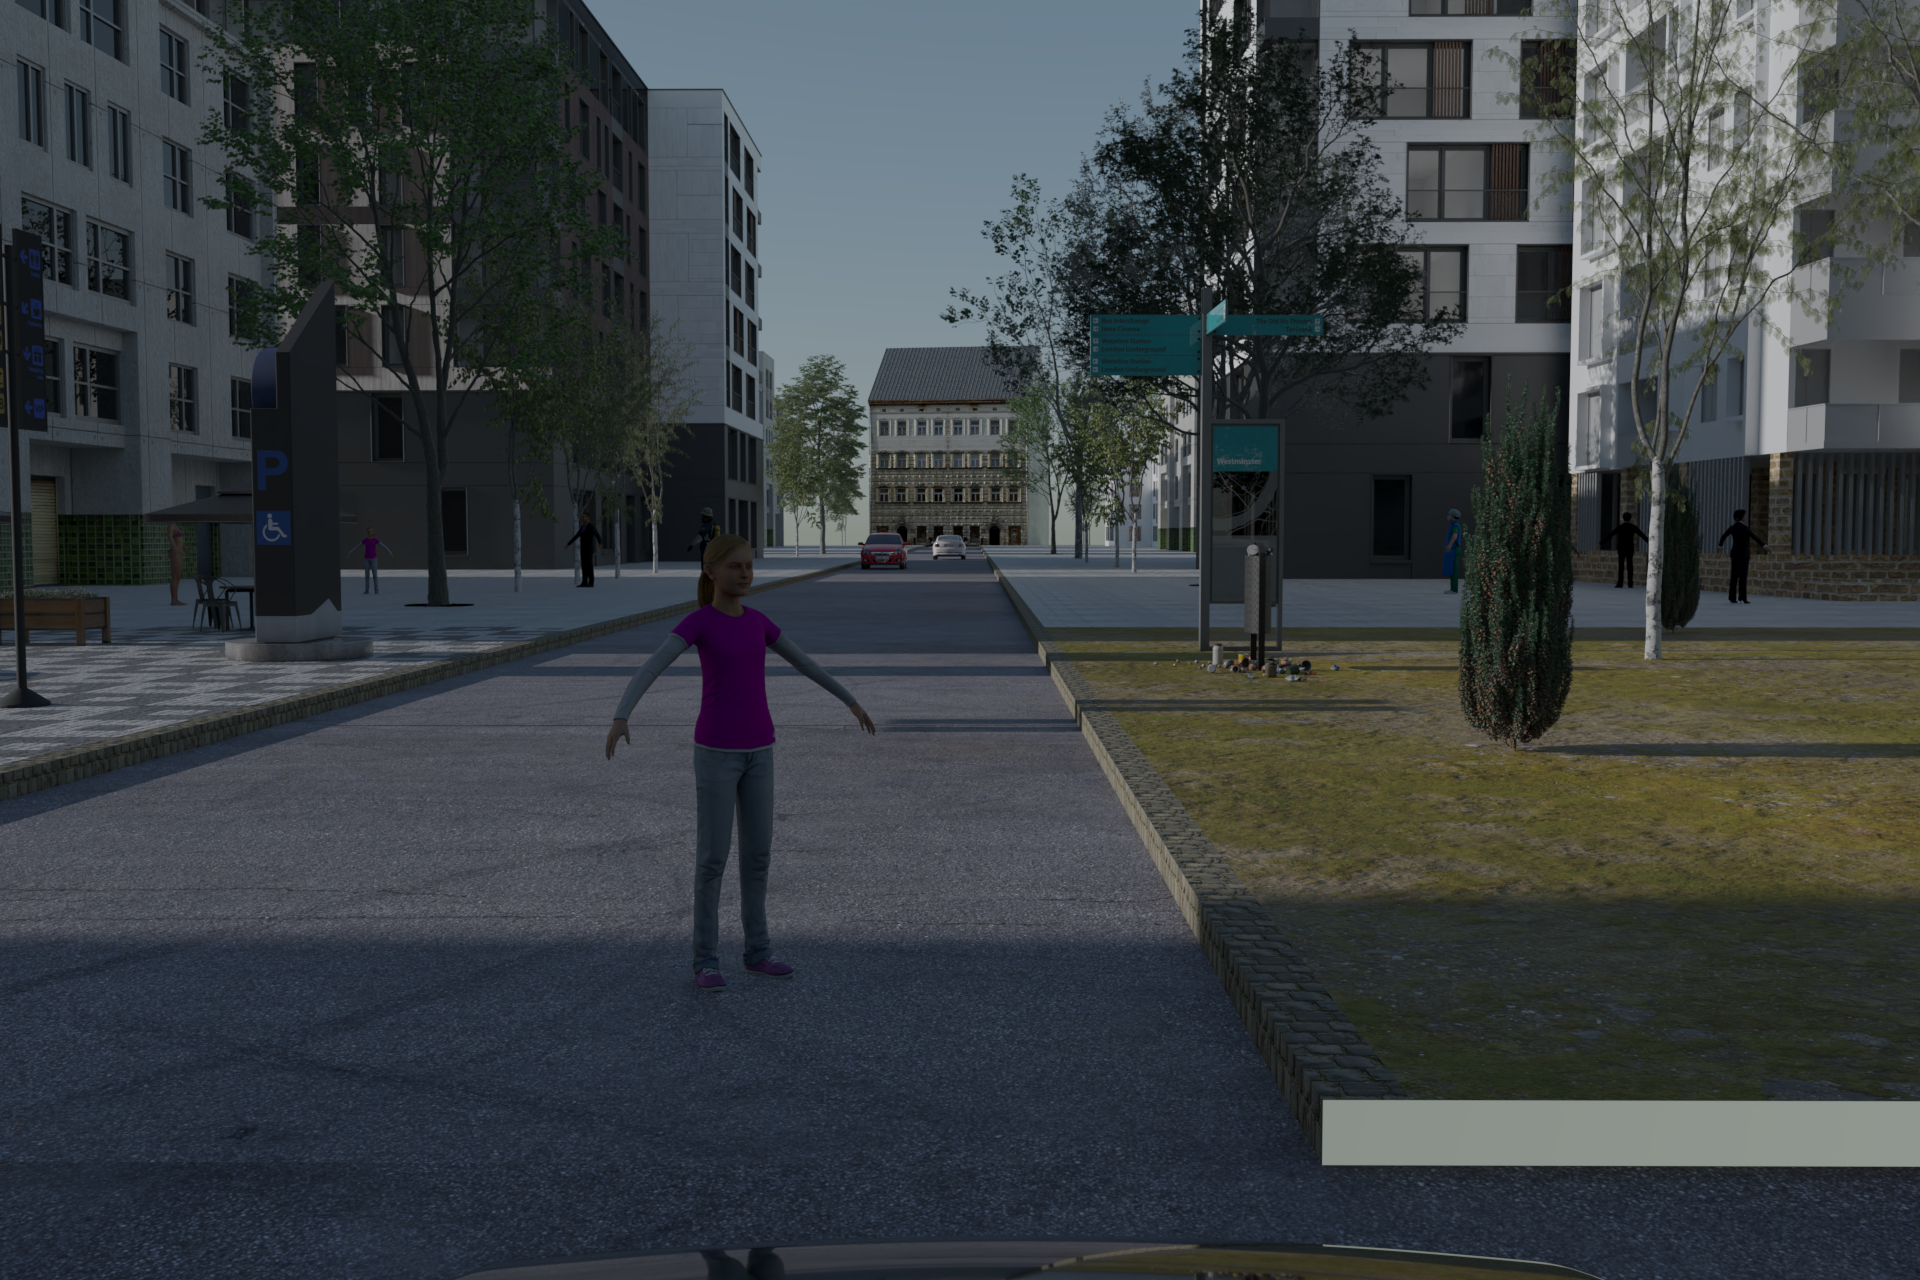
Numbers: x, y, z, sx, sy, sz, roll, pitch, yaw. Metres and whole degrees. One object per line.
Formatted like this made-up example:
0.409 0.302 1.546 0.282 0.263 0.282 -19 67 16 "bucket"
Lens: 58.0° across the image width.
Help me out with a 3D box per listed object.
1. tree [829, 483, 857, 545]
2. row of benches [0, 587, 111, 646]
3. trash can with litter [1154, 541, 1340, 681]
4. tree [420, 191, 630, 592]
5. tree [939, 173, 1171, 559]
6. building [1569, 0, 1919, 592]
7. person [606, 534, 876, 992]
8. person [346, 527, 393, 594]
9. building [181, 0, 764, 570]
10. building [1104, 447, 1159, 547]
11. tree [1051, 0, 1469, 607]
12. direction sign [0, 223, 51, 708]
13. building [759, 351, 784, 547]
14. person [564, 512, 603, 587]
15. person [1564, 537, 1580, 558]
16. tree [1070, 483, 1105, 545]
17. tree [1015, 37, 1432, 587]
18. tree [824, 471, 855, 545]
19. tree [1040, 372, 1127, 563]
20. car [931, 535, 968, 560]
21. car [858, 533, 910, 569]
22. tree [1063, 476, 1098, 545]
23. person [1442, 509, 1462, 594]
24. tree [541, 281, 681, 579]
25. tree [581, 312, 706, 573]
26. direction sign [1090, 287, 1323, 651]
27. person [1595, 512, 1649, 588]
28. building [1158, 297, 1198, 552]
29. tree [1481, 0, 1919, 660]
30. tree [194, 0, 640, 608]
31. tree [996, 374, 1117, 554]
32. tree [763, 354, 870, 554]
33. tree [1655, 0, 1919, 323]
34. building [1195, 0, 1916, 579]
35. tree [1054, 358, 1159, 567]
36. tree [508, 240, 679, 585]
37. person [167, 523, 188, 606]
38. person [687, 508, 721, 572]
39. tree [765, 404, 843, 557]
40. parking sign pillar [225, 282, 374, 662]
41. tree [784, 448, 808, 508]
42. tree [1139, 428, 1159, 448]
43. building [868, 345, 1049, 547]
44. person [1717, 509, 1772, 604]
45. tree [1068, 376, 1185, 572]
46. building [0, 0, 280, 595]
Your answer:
-13.177 -15.387 201.939 4.360 8.622 3.978 0 3 0 "tree"
-11.898 -0.287 20.152 4.104 0.672 1.422 0 4 2 "row of benches"
2.725 -0.310 16.119 1.678 1.210 2.233 0 4 1 "trash can with litter"
-9.527 -5.363 38.049 4.737 8.622 4.395 0 3 0 "tree"
5.497 -14.395 91.245 12.611 20.169 13.585 0 3 0 "tree"
21.666 -11.541 45.121 16.016 20.090 11.380 0 3 0 "building"
-0.689 0.380 5.505 0.991 1.433 0.599 -3 5 -40 "person"
-12.567 -1.690 36.897 0.991 1.433 0.599 0 4 -4 "person"
-24.830 -14.304 77.851 27.936 21.610 32.646 0 4 1 "building"
20.100 -14.261 175.307 9.099 9.664 28.070 0 4 1 "building"
5.087 -5.860 30.218 7.601 10.594 8.767 0 4 2 "tree"
-6.996 -1.273 12.819 0.379 3.537 0.876 0 4 1 "direction sign"
-27.329 -18.424 167.689 16.747 18.905 31.486 0 4 1 "building"
-9.007 -2.169 41.687 1.346 1.802 0.704 3 4 38 "person"
9.162 -1.311 27.566 1.348 1.813 0.705 1 4 14 "person"
14.364 -14.965 195.043 4.737 8.622 4.395 0 3 0 "tree"
6.344 -8.059 42.128 12.009 13.543 11.850 0 3 0 "tree"
-13.525 -14.951 194.802 4.737 8.622 4.395 0 3 0 "tree"
5.657 -7.767 77.346 4.737 8.622 4.395 0 3 0 "tree"
-0.601 -5.232 97.898 2.083 1.381 4.827 0 4 0 "car"
-3.114 -3.815 71.410 2.155 1.783 4.494 0 3 0 "car"
14.062 -15.242 199.571 4.737 8.622 4.395 0 3 0 "tree"
10.540 -1.895 37.108 0.704 1.817 1.347 1 4 17 "person"
-9.629 -6.074 49.679 4.360 8.622 3.978 0 3 0 "tree"
-9.780 -6.503 56.682 4.360 8.622 3.978 0 3 0 "tree"
2.685 -1.808 18.328 2.525 3.948 1.411 0 4 -1 "direction sign"
15.843 -2.143 41.229 1.347 1.806 0.705 0 4 4 "person"
24.763 -16.034 128.616 16.747 18.905 31.486 0 4 1 "building"
6.865 -4.106 17.500 4.360 8.622 3.978 0 3 0 "tree"
-9.330 -6.406 30.500 9.928 11.665 9.643 0 3 0 "tree"
6.034 -11.219 109.189 9.928 11.665 9.643 0 3 0 "tree"
-9.037 -11.712 109.623 7.486 12.596 7.792 0 3 0 "tree"
7.942 -3.798 12.454 4.360 8.622 3.978 0 3 0 "tree"
22.556 -13.509 64.846 27.936 21.610 32.646 0 4 0 "building"
5.863 -7.119 66.753 4.737 8.622 4.395 0 3 0 "tree"
-9.882 -5.726 43.985 4.360 8.622 3.978 0 3 0 "tree"
-14.045 -1.491 31.189 0.721 1.733 1.217 -1 4 -17 "person"
-5.546 -1.965 37.908 0.705 1.856 1.354 1 4 20 "person"
-9.035 -9.018 97.812 4.737 8.622 4.395 0 3 0 "tree"
-6.876 -1.803 17.946 1.447 3.967 1.447 0 3 0 "parking sign pillar"
-21.865 -17.514 196.716 12.009 13.543 11.850 0 3 0 "tree"
22.930 -17.581 197.824 12.009 13.543 11.850 0 3 0 "tree"
0.284 -22.534 201.823 18.063 23.208 19.493 1 4 10 "building"
14.473 -1.547 32.020 0.721 1.740 1.216 -1 4 -22 "person"
5.805 -6.590 58.104 4.737 8.622 4.395 0 3 0 "tree"
-28.656 -10.353 35.732 16.747 18.905 31.486 0 3 0 "building"
